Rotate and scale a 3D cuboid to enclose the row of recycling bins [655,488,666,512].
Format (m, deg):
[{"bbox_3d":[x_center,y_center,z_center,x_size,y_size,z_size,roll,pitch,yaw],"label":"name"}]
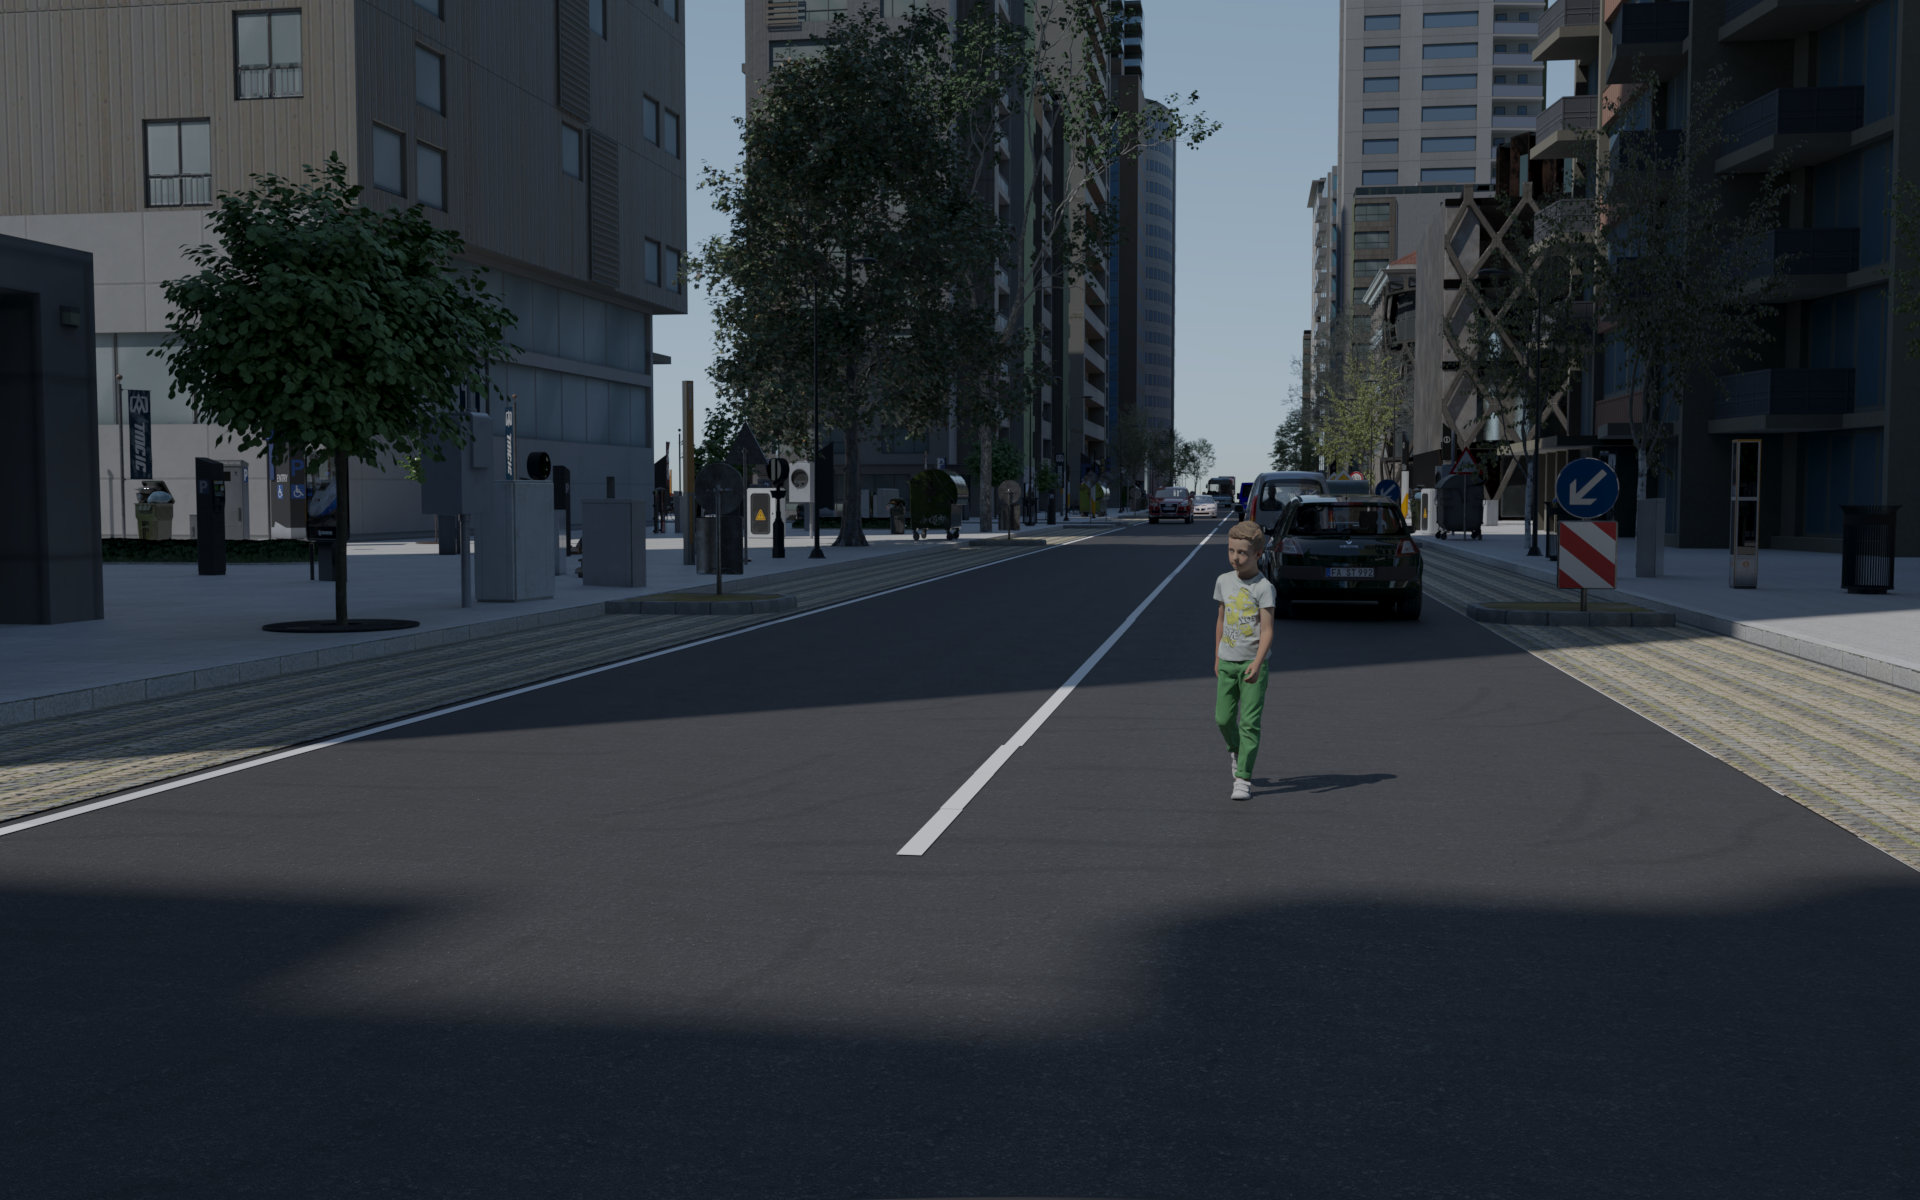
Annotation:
[{"bbox_3d":[-20.053,-6.266,109.564,1.069,1.692,3.534,3,5,41],"label":"row of recycling bins"}]

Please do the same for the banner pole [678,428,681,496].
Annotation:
[{"bbox_3d":[-10.744,-4.670,66.377,0.401,3.779,0.863,-1,4,-12],"label":"banner pole"}]

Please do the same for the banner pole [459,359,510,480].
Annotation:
[{"bbox_3d":[-8.176,-2.408,29.384,0.401,3.779,0.863,2,4,31],"label":"banner pole"}]

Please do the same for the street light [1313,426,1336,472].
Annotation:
[{"bbox_3d":[25.016,-8.897,118.002,1.470,5.913,1.316,1,4,9],"label":"street light"}]

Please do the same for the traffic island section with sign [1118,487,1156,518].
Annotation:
[{"bbox_3d":[10.370,-5.712,102.025,1.989,1.847,2.006,1,4,9],"label":"traffic island section with sign"}]

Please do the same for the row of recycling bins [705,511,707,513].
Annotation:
[{"bbox_3d":[-15.310,-6.313,110.333,3.534,1.692,1.069,-3,5,-42],"label":"row of recycling bins"}]

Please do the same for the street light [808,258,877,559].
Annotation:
[{"bbox_3d":[-2.316,-3.774,34.249,1.470,5.913,1.316,1,4,9],"label":"street light"}]

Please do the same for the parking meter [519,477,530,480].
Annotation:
[{"bbox_3d":[-6.367,-1.064,25.801,0.372,1.533,0.369,0,3,0],"label":"parking meter"}]

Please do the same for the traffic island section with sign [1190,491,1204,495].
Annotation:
[{"bbox_3d":[27.682,-12.058,205.780,1.989,1.847,2.006,1,4,9],"label":"traffic island section with sign"}]

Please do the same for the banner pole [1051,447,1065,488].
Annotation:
[{"bbox_3d":[5.123,-6.211,91.559,0.863,3.779,0.401,0,4,-1],"label":"banner pole"}]

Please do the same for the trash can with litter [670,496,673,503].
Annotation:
[{"bbox_3d":[-20.183,-7.128,127.601,2.233,1.210,1.678,2,4,34],"label":"trash can with litter"}]

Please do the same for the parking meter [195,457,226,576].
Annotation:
[{"bbox_3d":[-11.836,-1.325,27.375,0.399,1.863,0.255,1,4,22],"label":"parking meter"}]

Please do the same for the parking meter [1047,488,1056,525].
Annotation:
[{"bbox_3d":[3.808,-3.901,72.186,0.372,1.533,0.369,0,3,0],"label":"parking meter"}]

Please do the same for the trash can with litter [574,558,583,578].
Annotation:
[{"bbox_3d":[-5.496,-0.947,26.876,0.624,1.170,1.055,1,4,20],"label":"trash can with litter"}]

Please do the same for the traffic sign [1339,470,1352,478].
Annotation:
[{"bbox_3d":[15.680,-4.109,70.831,0.795,2.450,0.064,1,4,9],"label":"traffic sign"}]

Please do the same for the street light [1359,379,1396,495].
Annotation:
[{"bbox_3d":[17.051,-5.977,70.259,1.470,5.913,1.316,1,4,9],"label":"street light"}]

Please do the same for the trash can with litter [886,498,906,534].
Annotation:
[{"bbox_3d":[-2.028,-2.688,55.343,0.624,1.170,1.055,0,4,1],"label":"trash can with litter"}]

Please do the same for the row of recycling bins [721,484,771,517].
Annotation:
[{"bbox_3d":[-8.675,-3.898,70.844,1.069,1.692,3.534,1,4,21],"label":"row of recycling bins"}]

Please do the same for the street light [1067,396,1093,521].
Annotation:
[{"bbox_3d":[5.582,-6.691,81.943,1.470,5.913,1.316,1,4,9],"label":"street light"}]

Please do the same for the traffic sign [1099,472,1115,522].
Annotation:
[{"bbox_3d":[6.794,-4.696,80.424,0.795,2.450,0.064,1,4,9],"label":"traffic sign"}]

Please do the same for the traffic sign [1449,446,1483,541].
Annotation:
[{"bbox_3d":[13.729,-2.877,47.035,0.884,2.594,0.081,1,4,18],"label":"traffic sign"}]

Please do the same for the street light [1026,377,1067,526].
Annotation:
[{"bbox_3d":[3.327,-5.886,68.776,1.470,5.913,1.316,1,4,9],"label":"street light"}]

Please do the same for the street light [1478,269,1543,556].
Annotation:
[{"bbox_3d":[11.379,-3.870,35.821,1.470,5.913,1.316,1,4,9],"label":"street light"}]

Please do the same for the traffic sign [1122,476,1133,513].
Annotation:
[{"bbox_3d":[11.613,-7.324,119.855,0.768,2.556,0.104,1,4,12],"label":"traffic sign"}]

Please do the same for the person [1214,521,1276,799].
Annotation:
[{"bbox_3d":[1.367,0.271,8.325,0.306,1.304,0.590,1,4,16],"label":"person"}]

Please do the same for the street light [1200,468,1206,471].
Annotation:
[{"bbox_3d":[37.514,-18.364,272.786,1.470,5.913,1.316,1,4,9],"label":"street light"}]

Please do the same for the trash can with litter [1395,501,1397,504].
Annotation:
[{"bbox_3d":[23.281,-4.998,93.108,0.624,1.170,1.055,3,5,43],"label":"trash can with litter"}]

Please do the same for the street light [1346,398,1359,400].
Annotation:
[{"bbox_3d":[19.288,-6.791,83.573,1.470,5.913,1.316,1,4,9],"label":"street light"}]

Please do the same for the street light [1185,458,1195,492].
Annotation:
[{"bbox_3d":[31.552,-16.238,238.027,1.470,5.913,1.316,1,4,9],"label":"street light"}]

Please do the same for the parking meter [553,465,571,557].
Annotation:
[{"bbox_3d":[-8.174,-1.826,35.568,0.255,1.863,0.399,0,4,7],"label":"parking meter"}]

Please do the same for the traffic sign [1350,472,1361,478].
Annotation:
[{"bbox_3d":[22.499,-6.009,98.358,0.768,2.556,0.104,1,4,17],"label":"traffic sign"}]

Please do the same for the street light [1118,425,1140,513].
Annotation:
[{"bbox_3d":[11.374,-8.815,116.664,1.470,5.913,1.316,1,4,9],"label":"street light"}]

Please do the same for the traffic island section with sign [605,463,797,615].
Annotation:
[{"bbox_3d":[-3.093,-0.779,21.364,1.989,1.847,2.006,1,4,9],"label":"traffic island section with sign"}]

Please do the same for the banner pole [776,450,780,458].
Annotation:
[{"bbox_3d":[-7.347,-4.889,69.946,0.401,3.779,0.863,-1,4,-15],"label":"banner pole"}]

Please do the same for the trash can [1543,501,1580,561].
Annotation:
[{"bbox_3d":[11.539,-1.315,33.160,0.748,1.137,0.748,0,3,0],"label":"trash can"}]

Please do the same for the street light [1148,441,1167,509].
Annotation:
[{"bbox_3d":[17.905,-11.221,156.006,1.470,5.913,1.316,1,4,9],"label":"street light"}]

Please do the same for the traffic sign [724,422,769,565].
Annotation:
[{"bbox_3d":[-3.883,-1.918,31.355,0.884,2.594,0.081,1,4,16],"label":"traffic sign"}]

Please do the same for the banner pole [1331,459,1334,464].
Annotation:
[{"bbox_3d":[26.470,-8.153,123.312,0.401,3.779,0.863,0,4,-1],"label":"banner pole"}]

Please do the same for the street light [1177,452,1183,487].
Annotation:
[{"bbox_3d":[23.641,-13.328,190.458,1.470,5.913,1.316,1,4,9],"label":"street light"}]

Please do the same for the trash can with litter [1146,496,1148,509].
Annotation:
[{"bbox_3d":[15.977,-8.392,148.602,0.624,1.170,1.055,0,4,-6],"label":"trash can with litter"}]

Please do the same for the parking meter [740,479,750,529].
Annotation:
[{"bbox_3d":[-7.828,-3.513,63.154,0.399,1.863,0.255,-1,4,-10],"label":"parking meter"}]

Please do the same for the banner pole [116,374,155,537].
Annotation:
[{"bbox_3d":[-17.422,-2.843,36.498,0.401,3.779,0.863,3,5,42],"label":"banner pole"}]

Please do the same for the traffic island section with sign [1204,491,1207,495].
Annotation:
[{"bbox_3d":[41.175,-17.003,286.625,1.989,1.847,2.006,1,4,9],"label":"traffic island section with sign"}]

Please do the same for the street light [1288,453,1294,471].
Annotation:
[{"bbox_3d":[37.747,-13.523,193.634,1.470,5.913,1.316,1,4,9],"label":"street light"}]

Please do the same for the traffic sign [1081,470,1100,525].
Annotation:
[{"bbox_3d":[5.479,-4.214,72.548,0.795,2.450,0.064,1,4,9],"label":"traffic sign"}]

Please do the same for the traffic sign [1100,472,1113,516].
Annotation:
[{"bbox_3d":[8.558,-6.204,101.535,0.768,2.556,0.104,1,4,12],"label":"traffic sign"}]

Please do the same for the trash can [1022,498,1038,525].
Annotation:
[{"bbox_3d":[2.884,-3.657,71.443,0.748,1.137,0.748,0,3,0],"label":"trash can"}]

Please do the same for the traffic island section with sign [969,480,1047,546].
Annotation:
[{"bbox_3d":[1.372,-2.421,48.209,1.989,1.847,2.006,1,4,9],"label":"traffic island section with sign"}]

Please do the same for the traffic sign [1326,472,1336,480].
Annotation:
[{"bbox_3d":[16.994,-4.591,78.708,0.795,2.450,0.064,1,4,9],"label":"traffic sign"}]

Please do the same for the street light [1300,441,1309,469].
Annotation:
[{"bbox_3d":[31.835,-11.381,158.616,1.470,5.913,1.316,1,4,9],"label":"street light"}]

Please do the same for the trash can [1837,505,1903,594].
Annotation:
[{"bbox_3d":[11.707,-0.652,22.316,0.748,1.137,0.748,0,3,0],"label":"trash can"}]

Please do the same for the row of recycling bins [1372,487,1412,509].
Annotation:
[{"bbox_3d":[24.611,-5.709,100.459,3.534,1.692,1.069,-1,4,-13],"label":"row of recycling bins"}]

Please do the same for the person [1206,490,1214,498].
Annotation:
[{"bbox_3d":[26.082,-10.592,181.642,0.705,1.831,1.348,-3,5,-45],"label":"person"}]

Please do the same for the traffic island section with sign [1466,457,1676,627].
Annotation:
[{"bbox_3d":[6.820,-0.669,19.571,1.989,1.847,2.006,1,4,9],"label":"traffic island section with sign"}]

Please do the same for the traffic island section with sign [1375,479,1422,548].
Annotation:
[{"bbox_3d":[11.330,-2.322,46.587,1.989,1.847,2.006,1,4,9],"label":"traffic island section with sign"}]

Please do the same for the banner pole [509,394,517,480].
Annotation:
[{"bbox_3d":[-11.303,-3.284,43.707,0.401,3.779,0.863,-3,4,-37],"label":"banner pole"}]
